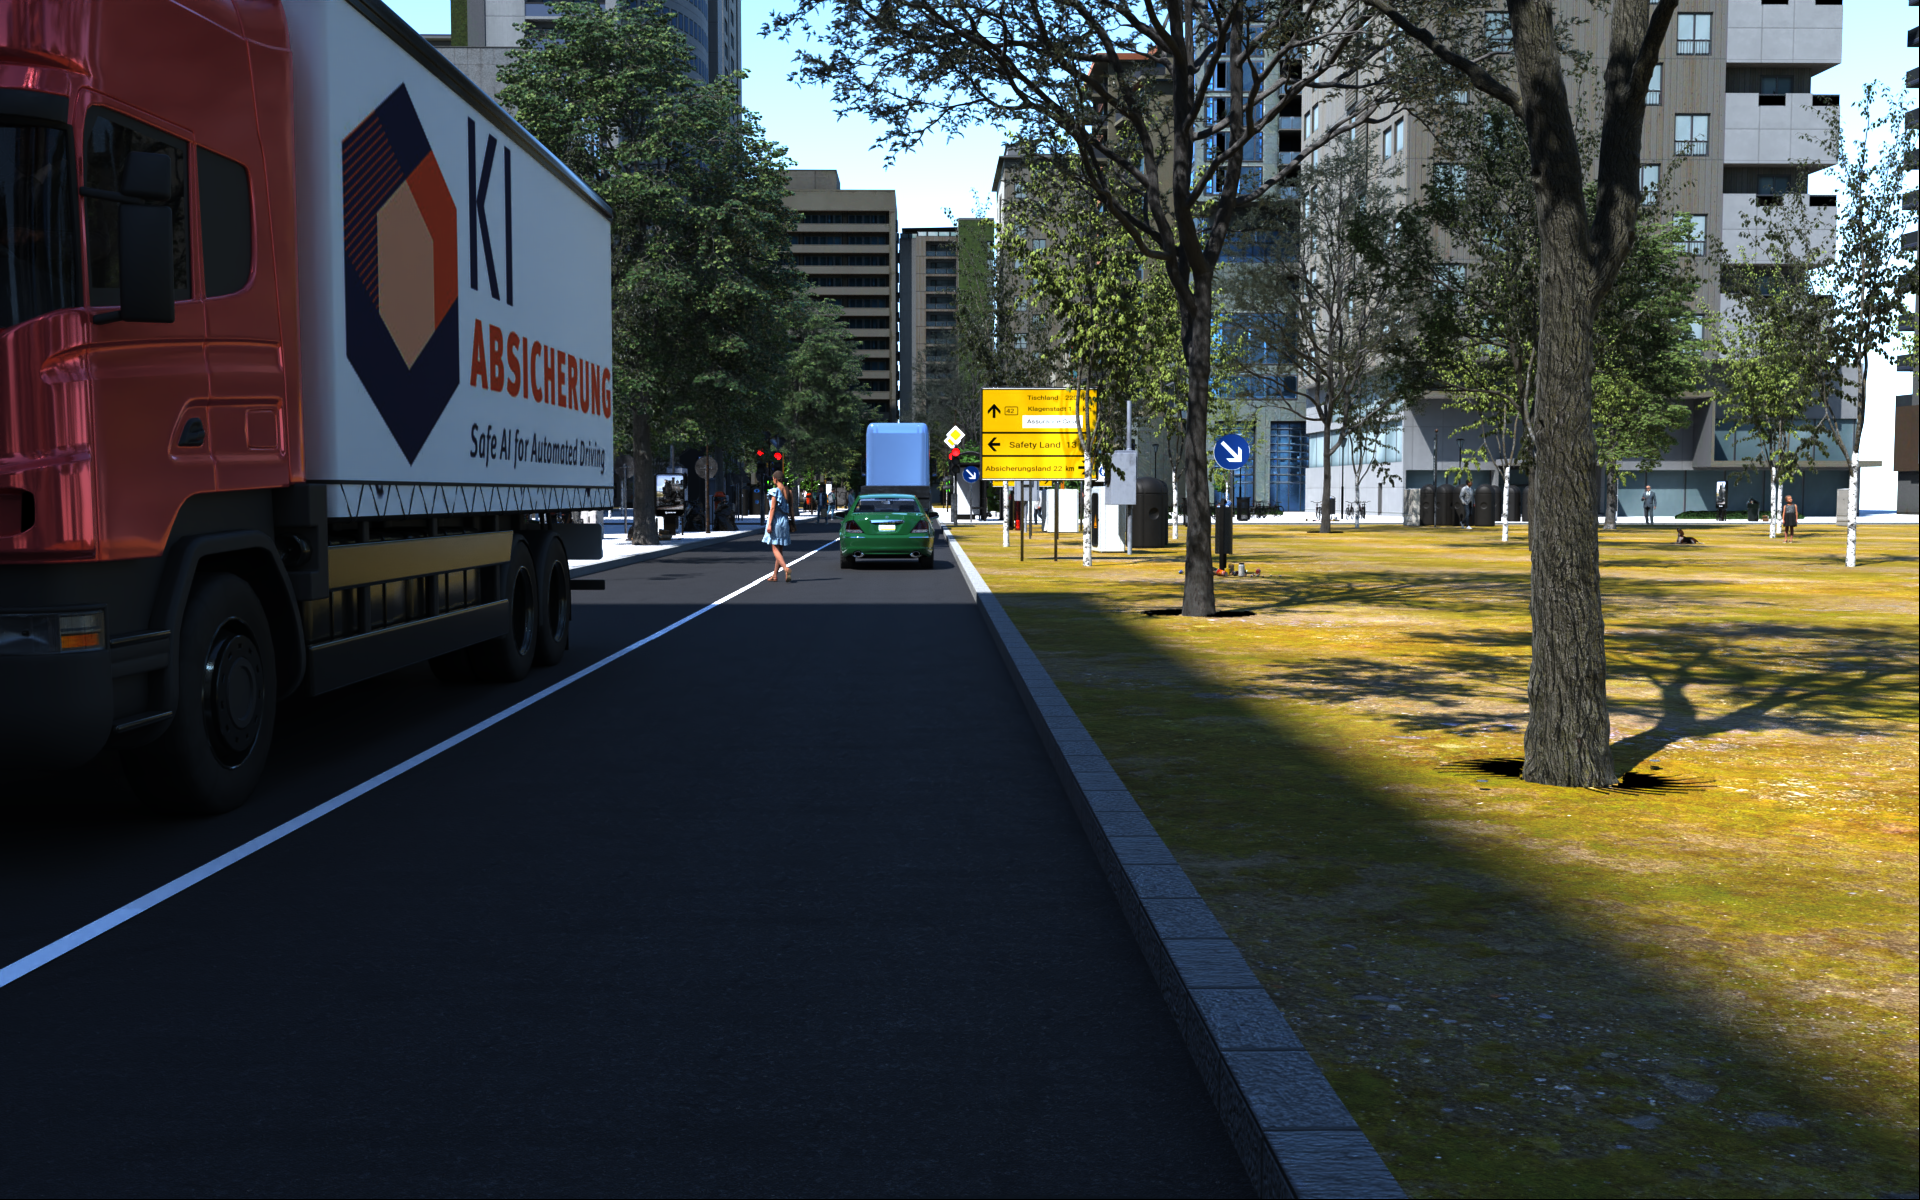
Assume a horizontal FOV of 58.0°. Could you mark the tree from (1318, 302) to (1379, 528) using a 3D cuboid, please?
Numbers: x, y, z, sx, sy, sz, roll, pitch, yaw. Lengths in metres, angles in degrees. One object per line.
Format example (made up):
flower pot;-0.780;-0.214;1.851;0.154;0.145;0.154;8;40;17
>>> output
tree;15.126;-7.029;65.289;4.360;8.622;3.978;0;3;0

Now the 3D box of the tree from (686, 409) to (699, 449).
tree;-21.135;-10.538;122.658;4.360;8.622;3.978;0;3;0

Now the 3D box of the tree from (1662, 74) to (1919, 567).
tree;15.606;-4.905;30.562;4.360;8.622;3.978;0;3;0

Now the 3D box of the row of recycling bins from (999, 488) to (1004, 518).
row of recycling bins;3.174;-5.249;92.940;1.069;1.692;3.534;2;4;28

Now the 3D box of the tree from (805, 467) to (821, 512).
tree;-10.491;-7.788;121.937;1.663;3.219;1.824;0;3;0

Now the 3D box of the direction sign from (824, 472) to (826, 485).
direction sign;-11.136;-9.428;146.137;0.876;3.537;0.379;2;4;30

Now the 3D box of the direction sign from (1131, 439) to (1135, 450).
direction sign;7.057;-4.846;71.224;0.379;3.537;0.876;1;4;21

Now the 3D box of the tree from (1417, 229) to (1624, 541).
tree;14.766;-5.914;47.057;4.737;8.622;4.395;0;3;0

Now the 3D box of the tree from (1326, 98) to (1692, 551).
tree;12.755;-6.391;38.903;8.767;10.594;7.601;-3;4;-36

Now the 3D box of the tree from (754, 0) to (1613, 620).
tree;2.455;-6.585;18.042;12.009;13.543;11.850;0;3;0

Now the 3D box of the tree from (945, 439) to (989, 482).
tree;0.723;-7.337;103.680;4.285;4.588;4.351;0;3;0

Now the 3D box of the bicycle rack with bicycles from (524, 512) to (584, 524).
bicycle rack with bicycles;-11.104;-1.986;45.850;2.852;0.926;2.925;0;4;-7

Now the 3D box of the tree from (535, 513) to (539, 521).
tree;-20.140;-8.123;83.171;4.737;8.622;4.395;0;3;0

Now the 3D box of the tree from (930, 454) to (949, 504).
tree;-2.047;-19.097;229.236;9.611;12.733;9.660;0;3;0

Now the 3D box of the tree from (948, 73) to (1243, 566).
tree;2.505;-4.905;30.563;4.737;8.622;4.395;0;3;0

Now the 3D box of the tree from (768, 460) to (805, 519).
tree;-9.094;-5.784;89.166;1.663;3.219;1.824;0;3;0

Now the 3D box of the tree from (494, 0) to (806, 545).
tree;-7.891;-8.354;43.239;9.857;13.997;8.962;0;3;0

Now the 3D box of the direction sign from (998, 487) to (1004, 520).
direction sign;2.045;-5.679;84.845;0.876;3.537;0.379;-1;4;-20

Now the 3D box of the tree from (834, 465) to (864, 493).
tree;-11.965;-12.480;187.757;4.285;4.588;4.351;0;3;0

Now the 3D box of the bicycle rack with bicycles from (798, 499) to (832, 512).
bicycle rack with bicycles;-10.751;-6.936;126.783;2.852;0.926;2.925;-1;4;-21

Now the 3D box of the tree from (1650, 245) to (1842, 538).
tree;23.430;-6.100;50.103;4.737;8.622;4.395;0;3;0

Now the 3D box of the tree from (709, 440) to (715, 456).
tree;-20.096;-10.896;128.510;4.360;8.622;3.978;0;3;0

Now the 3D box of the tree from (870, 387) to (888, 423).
tree;-9.640;-11.775;99.176;9.857;13.997;8.962;0;3;0

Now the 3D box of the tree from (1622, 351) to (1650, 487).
tree;20.327;-6.473;56.198;4.737;8.622;4.395;0;3;0

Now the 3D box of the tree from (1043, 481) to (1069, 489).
tree;5.732;-6.713;104.366;1.663;3.219;1.824;0;3;0

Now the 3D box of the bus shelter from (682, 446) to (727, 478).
bus shelter;-12.775;-5.866;87.189;1.731;3.624;6.357;0;4;-1

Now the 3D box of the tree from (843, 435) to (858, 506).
tree;-11.969;-13.872;177.169;4.737;8.622;4.395;0;3;0

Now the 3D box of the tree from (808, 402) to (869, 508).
tree;-10.912;-13.934;162.231;7.601;10.594;8.767;1;4;11

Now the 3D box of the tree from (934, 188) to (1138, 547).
tree;1.270;-5.587;41.714;4.360;8.622;3.978;0;3;0

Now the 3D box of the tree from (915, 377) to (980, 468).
tree;-0.493;-12.071;131.773;8.767;10.594;7.601;1;4;21

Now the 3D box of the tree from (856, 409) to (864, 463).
tree;-11.136;-13.071;131.841;7.486;12.596;7.792;0;3;0

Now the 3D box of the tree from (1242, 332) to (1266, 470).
tree;6.100;-6.016;48.724;4.737;8.622;4.395;0;3;0

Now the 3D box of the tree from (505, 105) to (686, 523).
tree;-7.942;-5.104;33.820;4.360;8.622;3.978;0;3;0

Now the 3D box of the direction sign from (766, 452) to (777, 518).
direction sign;-10.182;-6.166;92.816;0.876;3.537;0.379;-3;5;-41

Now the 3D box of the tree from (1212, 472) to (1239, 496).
tree;17.518;-7.348;114.746;1.663;3.219;1.824;0;3;0

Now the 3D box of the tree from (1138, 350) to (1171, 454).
tree;6.017;-7.203;68.139;4.360;8.622;3.978;0;3;0

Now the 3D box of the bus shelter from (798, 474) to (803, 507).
bus shelter;-14.177;-9.357;146.915;2.014;3.302;5.546;0;4;-1

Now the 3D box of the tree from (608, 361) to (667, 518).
tree;-18.817;-8.727;93.042;4.737;8.622;4.395;0;3;0

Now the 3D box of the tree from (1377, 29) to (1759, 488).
tree;9.812;-4.778;28.478;4.360;8.622;3.978;0;3;0

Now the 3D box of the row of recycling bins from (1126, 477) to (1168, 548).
row of recycling bins;4.591;-2.165;42.511;1.069;1.692;3.534;1;4;9

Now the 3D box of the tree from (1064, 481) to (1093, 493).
tree;9.146;-9.392;137.268;4.285;4.588;4.351;0;3;0

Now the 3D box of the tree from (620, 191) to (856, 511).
tree;-9.277;-8.939;64.277;7.486;12.596;7.792;0;3;0

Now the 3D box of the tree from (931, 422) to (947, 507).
tree;-1.104;-13.220;166.506;4.737;8.622;4.395;0;3;0

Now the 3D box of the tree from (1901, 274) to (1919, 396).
tree;24.081;-5.503;40.335;4.737;8.622;4.395;0;3;0

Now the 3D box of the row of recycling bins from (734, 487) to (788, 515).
row of recycling bins;-12.181;-6.090;106.682;3.534;1.692;1.069;-1;4;-19

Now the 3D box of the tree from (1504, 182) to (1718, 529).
tree;23.734;-8.884;63.381;7.486;12.596;7.792;0;3;0

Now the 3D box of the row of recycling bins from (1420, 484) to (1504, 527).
row of recycling bins;19.996;-3.834;69.792;1.069;1.692;3.534;-3;4;-37

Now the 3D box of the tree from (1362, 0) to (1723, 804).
tree;2.791;-5.005;7.580;9.928;11.665;9.643;0;3;0

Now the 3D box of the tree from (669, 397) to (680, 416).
tree;-19.368;-9.679;108.617;4.737;8.622;4.395;0;3;0

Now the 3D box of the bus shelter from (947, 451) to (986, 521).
bus shelter;0.432;-5.515;84.102;2.014;3.302;5.546;0;4;-1

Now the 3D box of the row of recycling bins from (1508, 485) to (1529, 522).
row of recycling bins;26.118;-4.484;80.422;3.534;1.692;1.069;2;4;32
